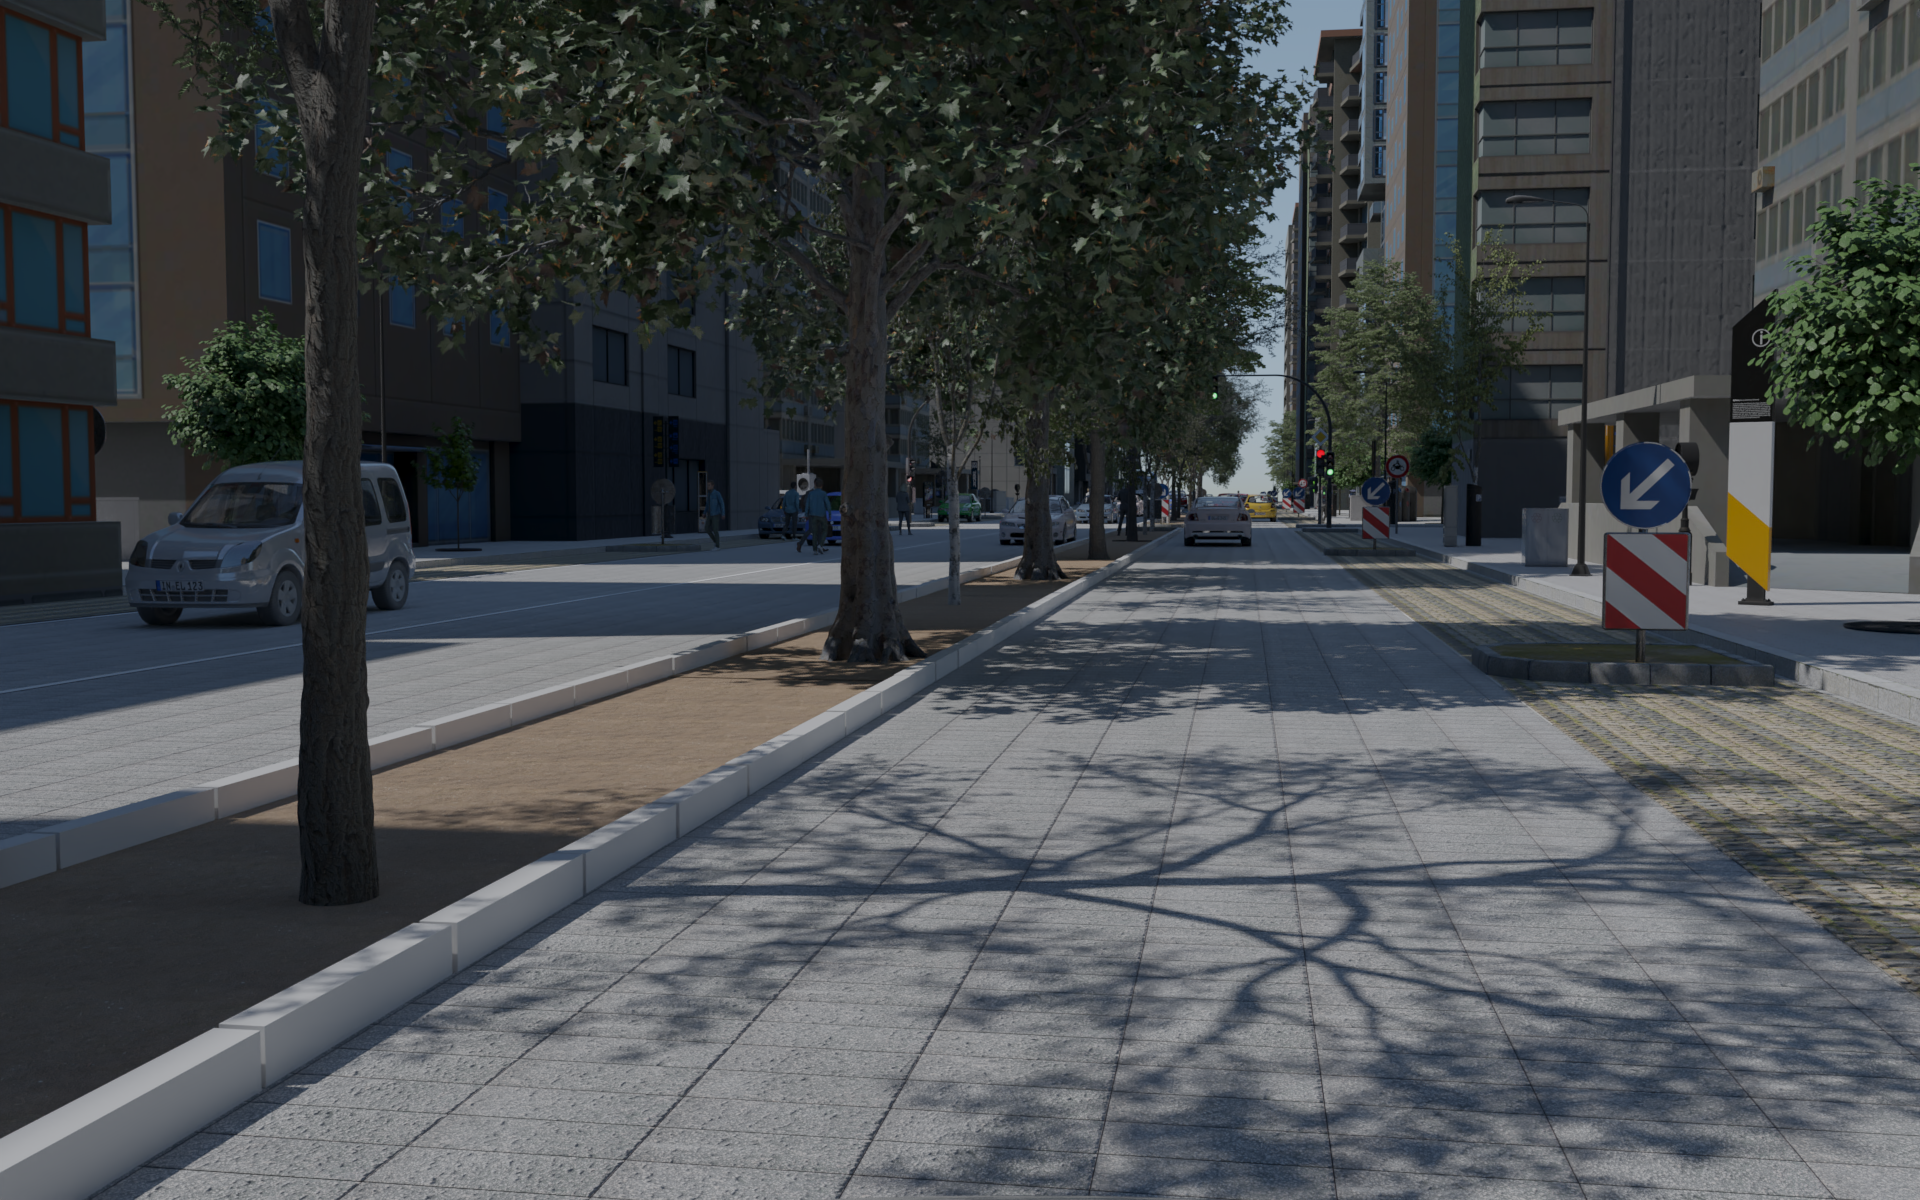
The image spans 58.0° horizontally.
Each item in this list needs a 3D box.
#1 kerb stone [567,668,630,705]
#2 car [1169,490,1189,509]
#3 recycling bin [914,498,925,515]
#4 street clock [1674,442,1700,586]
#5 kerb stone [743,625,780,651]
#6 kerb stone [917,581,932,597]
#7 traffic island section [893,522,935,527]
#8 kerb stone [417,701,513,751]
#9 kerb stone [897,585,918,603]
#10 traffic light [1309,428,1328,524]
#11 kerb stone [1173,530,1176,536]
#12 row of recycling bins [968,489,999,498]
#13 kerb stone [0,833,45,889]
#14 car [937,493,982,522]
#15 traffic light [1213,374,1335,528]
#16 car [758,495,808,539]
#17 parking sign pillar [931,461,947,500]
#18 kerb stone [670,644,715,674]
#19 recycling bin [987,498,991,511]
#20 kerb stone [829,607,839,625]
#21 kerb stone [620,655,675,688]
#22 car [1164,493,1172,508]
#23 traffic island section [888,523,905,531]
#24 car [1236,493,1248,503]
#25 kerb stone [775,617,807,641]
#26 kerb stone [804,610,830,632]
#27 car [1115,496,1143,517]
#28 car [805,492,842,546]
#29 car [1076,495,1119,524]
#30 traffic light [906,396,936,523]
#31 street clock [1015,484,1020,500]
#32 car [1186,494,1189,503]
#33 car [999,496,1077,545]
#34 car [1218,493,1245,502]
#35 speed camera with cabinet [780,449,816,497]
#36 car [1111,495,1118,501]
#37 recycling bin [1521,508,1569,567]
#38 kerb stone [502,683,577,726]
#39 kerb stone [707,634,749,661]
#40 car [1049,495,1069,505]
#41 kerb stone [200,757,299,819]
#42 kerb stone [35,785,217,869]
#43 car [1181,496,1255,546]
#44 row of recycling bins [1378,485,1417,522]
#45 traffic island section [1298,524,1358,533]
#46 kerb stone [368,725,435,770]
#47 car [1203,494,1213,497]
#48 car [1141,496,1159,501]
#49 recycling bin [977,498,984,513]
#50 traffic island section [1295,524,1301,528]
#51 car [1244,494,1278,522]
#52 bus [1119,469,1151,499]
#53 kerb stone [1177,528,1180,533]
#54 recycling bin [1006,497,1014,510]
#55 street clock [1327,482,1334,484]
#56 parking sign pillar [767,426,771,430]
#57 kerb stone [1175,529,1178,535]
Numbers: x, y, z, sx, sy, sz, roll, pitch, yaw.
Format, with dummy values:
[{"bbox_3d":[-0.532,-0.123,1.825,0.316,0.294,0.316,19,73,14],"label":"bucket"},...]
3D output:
[{"bbox_3d":[-2.562,0.617,12.123,0.120,0.150,1.000,1,4,9],"label":"kerb stone"},{"bbox_3d":[20.489,-9.467,163.452,2.281,1.827,5.304,1,4,9],"label":"car"},{"bbox_3d":[-2.488,-5.883,108.737,0.722,1.027,0.722,1,4,9],"label":"recycling bin"},{"bbox_3d":[10.150,-1.203,24.247,0.358,2.002,0.471,0,4,8],"label":"street clock"},{"bbox_3d":[-1.899,0.369,16.168,0.120,0.150,1.000,1,4,9],"label":"kerb stone"},{"bbox_3d":[-0.570,-0.124,24.252,0.120,0.150,1.000,1,4,9],"label":"kerb stone"},{"bbox_3d":[-2.245,-3.303,76.284,2.009,0.180,2.903,1,4,9],"label":"traffic island section"},{"bbox_3d":[-2.887,0.740,10.104,0.120,0.150,1.000,1,4,9],"label":"kerb stone"},{"bbox_3d":[-0.744,-0.059,23.239,0.120,0.150,1.000,1,4,9],"label":"kerb stone"},{"bbox_3d":[15.226,-5.162,73.318,0.839,4.253,0.868,1,4,9],"label":"traffic light"},{"bbox_3d":[6.971,-2.149,57.334,0.120,0.150,1.000,1,4,9],"label":"kerb stone"},{"bbox_3d":[1.623,-7.909,136.424,3.534,1.692,1.069,-3,4,-36],"label":"row of recycling bins"},{"bbox_3d":[-3.552,0.988,6.054,0.120,0.150,1.000,1,4,9],"label":"kerb stone"},{"bbox_3d":[-0.008,-4.904,88.984,1.959,1.807,4.718,1,4,9],"label":"car"},{"bbox_3d":[11.858,-5.564,65.633,4.771,5.953,1.251,1,4,9],"label":"traffic light"},{"bbox_3d":[-5.255,-2.720,56.472,2.014,1.417,4.499,1,4,9],"label":"car"},{"bbox_3d":[-1.479,-9.487,143.583,1.447,3.967,1.447,2,4,31],"label":"parking sign pillar"},{"bbox_3d":[-2.227,0.498,14.144,0.120,0.150,1.000,1,4,9],"label":"kerb stone"},{"bbox_3d":[2.205,-6.822,124.094,0.722,1.027,0.722,2,4,30],"label":"recycling bin"},{"bbox_3d":[-1.403,0.184,19.194,0.120,0.150,1.000,1,4,9],"label":"kerb stone"},{"bbox_3d":[-2.401,0.554,13.133,0.120,0.150,1.000,1,4,9],"label":"kerb stone"},{"bbox_3d":[18.041,-8.742,152.524,1.945,1.707,3.694,1,4,9],"label":"car"},{"bbox_3d":[-3.534,-2.821,68.403,2.009,0.180,2.903,1,4,9],"label":"traffic island section"},{"bbox_3d":[19.389,-6.802,120.252,2.155,1.783,4.494,1,4,9],"label":"car"},{"bbox_3d":[-1.731,0.307,17.176,0.120,0.150,1.000,1,4,9],"label":"kerb stone"},{"bbox_3d":[-1.566,0.245,18.185,0.120,0.150,1.000,1,4,9],"label":"kerb stone"},{"bbox_3d":[10.594,-5.947,109.594,2.083,1.381,4.827,1,4,11],"label":"car"},{"bbox_3d":[-3.240,-2.424,49.230,1.945,1.707,3.694,1,4,9],"label":"car"},{"bbox_3d":[6.723,-4.430,84.436,2.014,1.417,4.499,1,4,10],"label":"car"},{"bbox_3d":[-0.128,-6.188,75.840,4.771,5.953,1.251,1,4,9],"label":"traffic light"},{"bbox_3d":[4.198,-7.468,126.678,0.358,2.002,0.471,2,4,30],"label":"street clock"},{"bbox_3d":[24.267,-11.052,189.499,1.959,1.807,4.718,1,4,9],"label":"car"},{"bbox_3d":[2.303,-2.315,50.207,2.083,1.381,4.827,1,4,10],"label":"car"},{"bbox_3d":[16.658,-6.020,107.460,2.155,1.783,4.494,0,4,8],"label":"car"},{"bbox_3d":[-7.408,-5.057,77.018,2.038,3.252,0.660,2,4,28],"label":"speed camera with cabinet"},{"bbox_3d":[17.313,-11.095,193.982,1.945,1.354,3.894,1,4,9],"label":"car"},{"bbox_3d":[10.421,-1.119,30.857,0.722,1.027,0.722,1,4,12],"label":"recycling bin"},{"bbox_3d":[-2.724,0.678,11.114,0.120,0.150,1.000,1,4,9],"label":"kerb stone"},{"bbox_3d":[-2.068,0.431,15.155,0.120,0.150,1.000,1,4,9],"label":"kerb stone"},{"bbox_3d":[5.386,-5.504,102.347,2.083,1.381,4.827,1,4,10],"label":"car"},{"bbox_3d":[-3.224,0.864,8.079,0.120,0.150,1.000,1,4,9],"label":"kerb stone"},{"bbox_3d":[-3.391,0.926,7.070,0.120,0.150,1.000,1,4,9],"label":"kerb stone"},{"bbox_3d":[7.292,-2.238,48.958,2.083,1.381,4.827,1,4,9],"label":"car"},{"bbox_3d":[20.260,-4.479,80.351,1.069,1.692,3.534,2,4,34],"label":"row of recycling bins"},{"bbox_3d":[13.975,-2.646,65.545,2.009,0.180,2.903,1,4,9],"label":"traffic island section"},{"bbox_3d":[-3.060,0.811,9.098,0.120,0.150,1.000,1,4,9],"label":"kerb stone"},{"bbox_3d":[43.470,-17.890,302.286,2.009,1.686,4.222,1,4,10],"label":"car"},{"bbox_3d":[14.411,-7.378,130.423,2.009,1.686,4.222,1,4,11],"label":"car"},{"bbox_3d":[1.146,-6.476,118.434,0.722,1.027,0.722,-3,5,-44],"label":"recycling bin"},{"bbox_3d":[15.264,-3.128,73.425,2.009,0.180,2.903,1,4,9],"label":"traffic island section"},{"bbox_3d":[15.424,-4.843,89.411,2.015,1.641,3.980,0,4,8],"label":"car"},{"bbox_3d":[18.128,-11.338,176.925,2.896,3.916,12.252,1,4,9],"label":"bus"},{"bbox_3d":[7.625,-2.392,61.375,0.120,0.150,1.000,1,4,9],"label":"kerb stone"},{"bbox_3d":[3.930,-7.858,141.026,0.722,1.027,0.722,3,5,44],"label":"recycling bin"},{"bbox_3d":[21.535,-5.878,100.668,0.471,2.002,0.358,-3,5,-41],"label":"street clock"},{"bbox_3d":[-7.841,-4.892,68.451,1.447,3.967,1.447,1,4,12],"label":"parking sign pillar"},{"bbox_3d":[7.295,-2.266,59.356,0.120,0.150,1.000,1,4,9],"label":"kerb stone"}]
